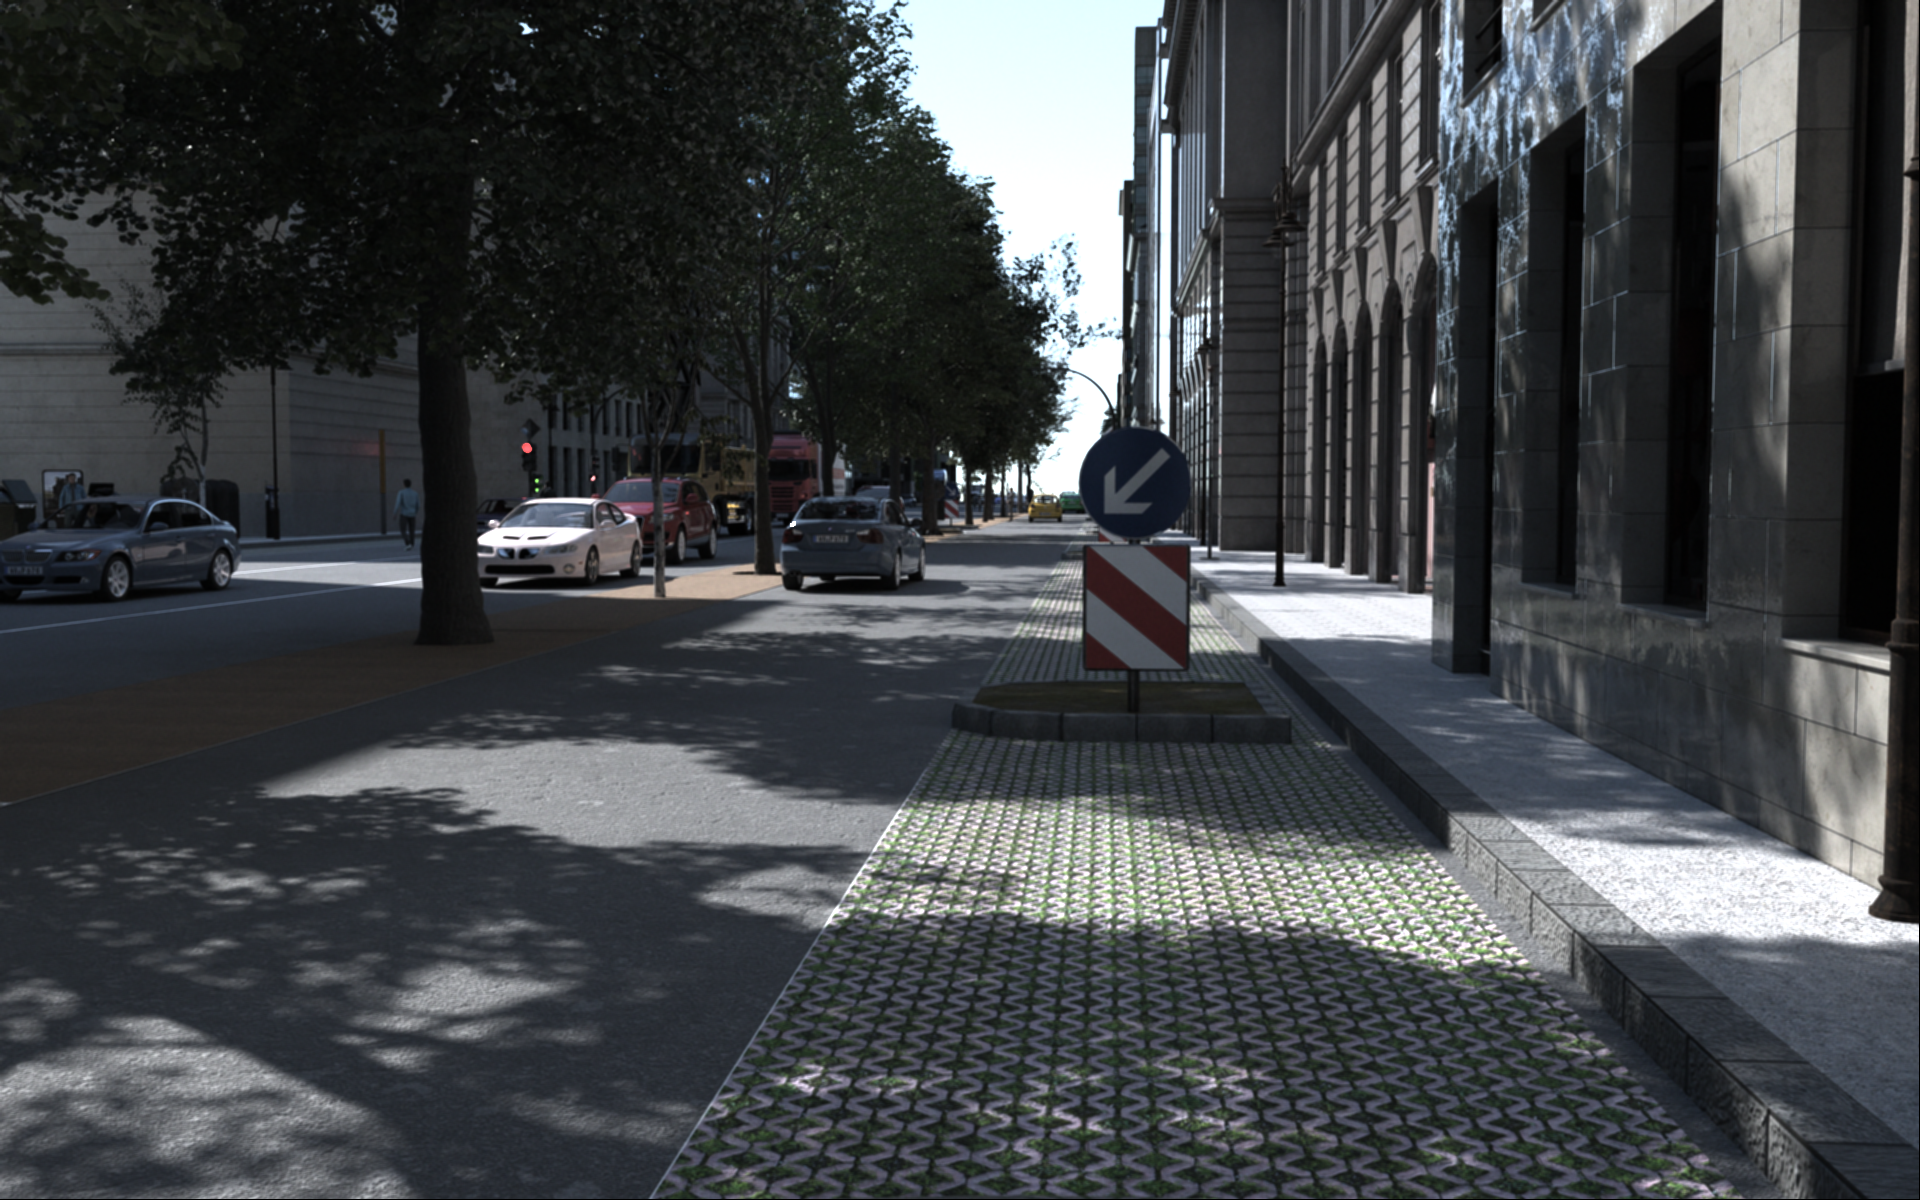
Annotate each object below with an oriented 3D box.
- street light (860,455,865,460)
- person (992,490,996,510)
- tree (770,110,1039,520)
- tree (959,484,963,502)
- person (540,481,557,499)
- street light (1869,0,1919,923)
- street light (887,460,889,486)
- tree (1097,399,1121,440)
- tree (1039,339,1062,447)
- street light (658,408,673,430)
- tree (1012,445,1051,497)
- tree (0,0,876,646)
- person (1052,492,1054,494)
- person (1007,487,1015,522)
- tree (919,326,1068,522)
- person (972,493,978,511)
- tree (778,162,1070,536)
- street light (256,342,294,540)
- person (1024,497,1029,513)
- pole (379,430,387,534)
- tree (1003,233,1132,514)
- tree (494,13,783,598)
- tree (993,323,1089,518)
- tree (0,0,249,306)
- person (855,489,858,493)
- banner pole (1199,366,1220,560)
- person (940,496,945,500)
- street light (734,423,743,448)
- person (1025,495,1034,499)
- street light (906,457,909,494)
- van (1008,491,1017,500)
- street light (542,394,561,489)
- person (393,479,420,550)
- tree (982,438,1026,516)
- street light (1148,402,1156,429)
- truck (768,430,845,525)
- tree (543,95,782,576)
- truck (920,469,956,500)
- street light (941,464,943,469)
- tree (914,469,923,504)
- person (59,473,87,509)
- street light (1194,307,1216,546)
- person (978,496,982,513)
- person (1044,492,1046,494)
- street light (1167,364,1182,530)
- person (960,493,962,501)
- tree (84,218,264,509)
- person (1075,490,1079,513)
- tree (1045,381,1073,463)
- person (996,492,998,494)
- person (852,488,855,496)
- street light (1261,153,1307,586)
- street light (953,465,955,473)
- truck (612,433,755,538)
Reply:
[{"bbox_3d":[-9.492,-11.914,167.587,0.468,5.910,1.993,0,4,5],"label":"street light"},{"bbox_3d":[2.510,-7.740,135.388,0.599,1.781,0.374,2,4,25],"label":"person"},{"bbox_3d":[-1.837,-7.939,50.386,7.486,12.596,7.792,0,3,0],"label":"tree"},{"bbox_3d":[0.603,-18.445,296.181,1.663,3.219,1.824,0,3,0],"label":"tree"},{"bbox_3d":[-14.553,-3.264,61.231,0.474,1.900,0.648,1,4,9],"label":"person"},{"bbox_3d":[2.861,-1.975,5.082,0.468,5.910,1.993,0,4,5],"label":"street light"},{"bbox_3d":[-7.749,-13.083,186.693,0.468,5.910,1.993,0,4,5],"label":"street light"},{"bbox_3d":[22.225,-19.634,227.668,9.857,13.997,8.962,0,3,0],"label":"tree"},{"bbox_3d":[1.704,-10.664,94.936,7.486,12.596,7.792,0,3,0],"label":"tree"},{"bbox_3d":[-15.582,-7.272,91.681,0.468,5.910,1.993,0,4,5],"label":"street light"},{"bbox_3d":[5.612,-11.697,144.073,4.360,8.622,3.978,0,3,0],"label":"tree"},{"bbox_3d":[-4.829,-6.541,16.061,9.857,13.997,8.962,0,3,0],"label":"tree"},{"bbox_3d":[15.394,-16.986,286.083,0.709,1.838,0.599,-1,4,-21],"label":"person"},{"bbox_3d":[2.567,-4.960,89.872,0.573,1.790,0.520,-2,4,-35],"label":"person"},{"bbox_3d":[1.223,-9.200,87.287,8.767,10.594,7.601,0,4,5],"label":"tree"},{"bbox_3d":[1.251,-8.257,146.098,0.523,1.515,0.503,2,4,29],"label":"person"},{"bbox_3d":[-1.070,-8.533,58.980,9.611,12.733,9.660,0,3,0],"label":"tree"},{"bbox_3d":[-19.170,-4.626,48.429,0.468,5.910,1.993,0,4,5],"label":"street light"},{"bbox_3d":[4.905,-7.023,128.348,0.382,1.210,0.505,-1,4,-12],"label":"person"},{"bbox_3d":[-18.313,-3.738,54.963,0.158,3.312,0.155,0,3,0],"label":"pole"},{"bbox_3d":[5.511,-16.270,124.359,12.611,20.169,13.585,0,3,0],"label":"tree"},{"bbox_3d":[-4.145,-4.316,23.387,4.360,8.622,3.978,0,3,0],"label":"tree"},{"bbox_3d":[2.586,-11.735,104.697,12.009,13.543,11.850,0,3,0],"label":"tree"},{"bbox_3d":[-5.577,-5.271,6.773,7.486,12.596,7.792,0,3,0],"label":"tree"},{"bbox_3d":[-9.661,-9.620,163.858,0.721,1.766,1.217,3,4,38],"label":"person"},{"bbox_3d":[4.887,-2.673,33.716,0.401,3.779,0.863,0,4,5],"label":"banner pole"},{"bbox_3d":[-1.692,-9.436,163.224,0.683,1.767,0.568,0,4,4],"label":"person"},{"bbox_3d":[-14.137,-8.428,110.579,0.468,5.910,1.993,0,4,5],"label":"street light"},{"bbox_3d":[7.040,-9.958,172.035,1.217,1.736,0.721,0,4,0],"label":"person"},{"bbox_3d":[-6.218,-14.238,205.585,0.468,5.910,1.993,0,4,5],"label":"street light"},{"bbox_3d":[8.093,-16.011,268.787,2.013,2.044,4.112,0,4,3],"label":"van"},{"bbox_3d":[-17.208,-6.117,72.798,0.468,5.910,1.993,0,4,5],"label":"street light"},{"bbox_3d":[-14.088,-2.182,44.203,0.620,1.820,0.660,3,5,42],"label":"person"},{"bbox_3d":[3.057,-9.815,113.293,4.737,8.622,4.395,0,3,0],"label":"tree"},{"bbox_3d":[9.663,-6.994,87.144,0.468,5.910,1.993,0,4,5],"label":"street light"},{"bbox_3d":[-7.133,-5.436,77.793,2.839,4.237,11.283,0,4,4],"label":"truck"},{"bbox_3d":[-3.558,-6.256,30.502,9.928,11.665,9.643,0,3,0],"label":"tree"},{"bbox_3d":[-2.260,-12.339,191.507,2.967,4.110,18.799,0,4,4],"label":"truck"},{"bbox_3d":[-2.564,-16.989,250.550,0.468,5.910,1.993,0,4,5],"label":"street light"},{"bbox_3d":[-5.456,-14.665,223.494,4.285,4.588,4.351,0,3,0],"label":"tree"},{"bbox_3d":[-21.184,-2.141,41.392,0.601,1.785,0.444,-2,4,-23],"label":"person"},{"bbox_3d":[6.037,-4.285,42.855,0.468,5.910,1.993,0,4,5],"label":"street light"},{"bbox_3d":[1.545,-7.321,132.882,0.332,1.250,0.352,2,4,30],"label":"person"},{"bbox_3d":[11.469,-13.920,236.606,0.721,1.766,1.217,0,4,-4],"label":"person"},{"bbox_3d":[7.621,-5.441,61.741,0.468,5.910,1.993,0,4,5],"label":"street light"},{"bbox_3d":[0.007,-18.292,305.903,1.217,1.735,0.721,-2,4,-24],"label":"person"},{"bbox_3d":[-19.991,-5.785,44.943,4.360,8.622,3.978,0,3,0],"label":"tree"},{"bbox_3d":[9.202,-7.685,134.351,0.606,1.804,0.583,-1,4,-22],"label":"person"},{"bbox_3d":[0.311,-9.139,77.630,9.928,11.665,9.643,0,3,0],"label":"tree"},{"bbox_3d":[6.625,-17.909,302.100,0.721,1.735,1.217,0,4,-2],"label":"person"},{"bbox_3d":[-9.855,-9.415,159.601,0.705,1.869,1.348,0,4,-7],"label":"person"},{"bbox_3d":[4.454,-3.130,23.968,0.468,5.910,1.993,0,4,5],"label":"street light"},{"bbox_3d":[-0.933,-18.169,269.854,0.468,5.910,1.993,0,4,5],"label":"street light"},{"bbox_3d":[-8.767,-3.767,57.521,3.469,3.379,9.791,0,4,6],"label":"truck"}]
